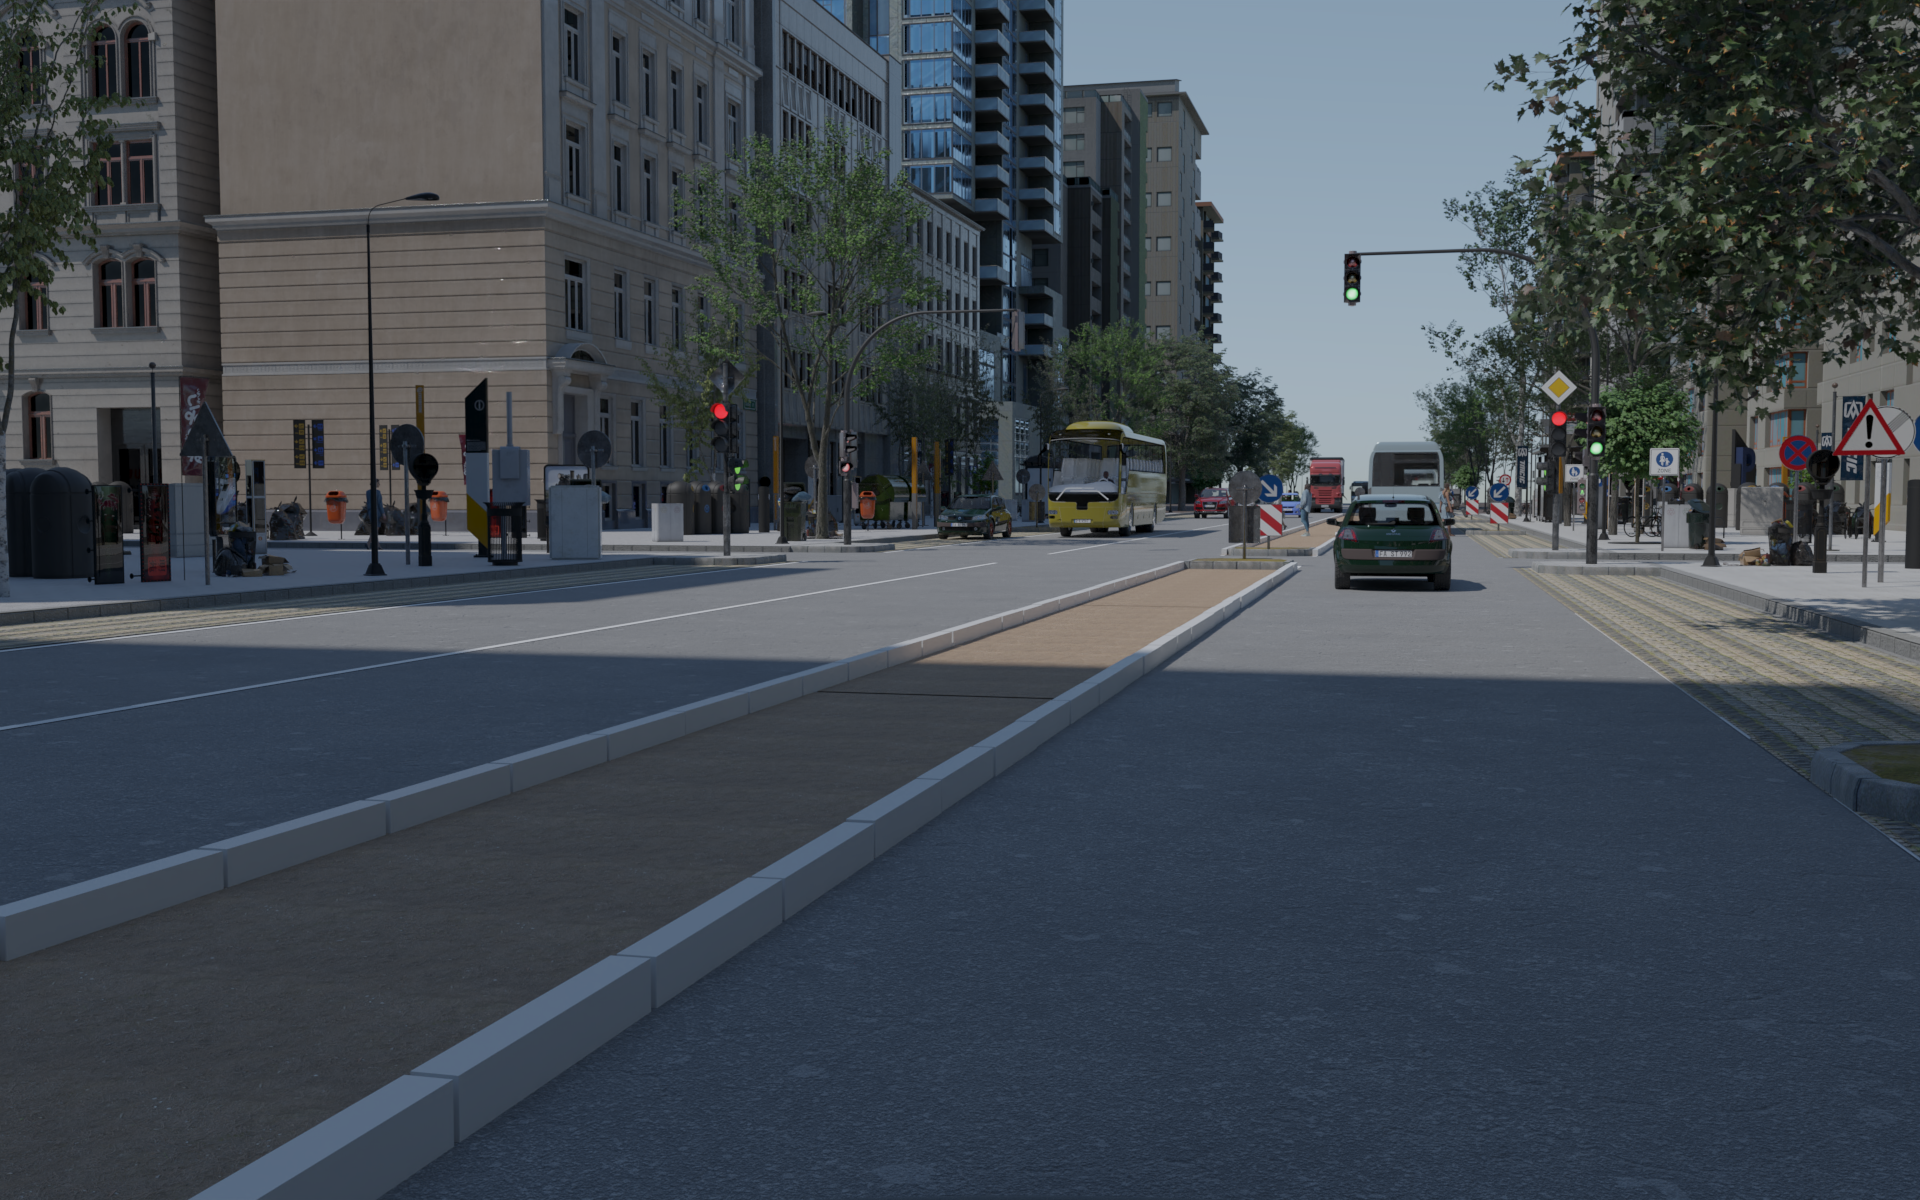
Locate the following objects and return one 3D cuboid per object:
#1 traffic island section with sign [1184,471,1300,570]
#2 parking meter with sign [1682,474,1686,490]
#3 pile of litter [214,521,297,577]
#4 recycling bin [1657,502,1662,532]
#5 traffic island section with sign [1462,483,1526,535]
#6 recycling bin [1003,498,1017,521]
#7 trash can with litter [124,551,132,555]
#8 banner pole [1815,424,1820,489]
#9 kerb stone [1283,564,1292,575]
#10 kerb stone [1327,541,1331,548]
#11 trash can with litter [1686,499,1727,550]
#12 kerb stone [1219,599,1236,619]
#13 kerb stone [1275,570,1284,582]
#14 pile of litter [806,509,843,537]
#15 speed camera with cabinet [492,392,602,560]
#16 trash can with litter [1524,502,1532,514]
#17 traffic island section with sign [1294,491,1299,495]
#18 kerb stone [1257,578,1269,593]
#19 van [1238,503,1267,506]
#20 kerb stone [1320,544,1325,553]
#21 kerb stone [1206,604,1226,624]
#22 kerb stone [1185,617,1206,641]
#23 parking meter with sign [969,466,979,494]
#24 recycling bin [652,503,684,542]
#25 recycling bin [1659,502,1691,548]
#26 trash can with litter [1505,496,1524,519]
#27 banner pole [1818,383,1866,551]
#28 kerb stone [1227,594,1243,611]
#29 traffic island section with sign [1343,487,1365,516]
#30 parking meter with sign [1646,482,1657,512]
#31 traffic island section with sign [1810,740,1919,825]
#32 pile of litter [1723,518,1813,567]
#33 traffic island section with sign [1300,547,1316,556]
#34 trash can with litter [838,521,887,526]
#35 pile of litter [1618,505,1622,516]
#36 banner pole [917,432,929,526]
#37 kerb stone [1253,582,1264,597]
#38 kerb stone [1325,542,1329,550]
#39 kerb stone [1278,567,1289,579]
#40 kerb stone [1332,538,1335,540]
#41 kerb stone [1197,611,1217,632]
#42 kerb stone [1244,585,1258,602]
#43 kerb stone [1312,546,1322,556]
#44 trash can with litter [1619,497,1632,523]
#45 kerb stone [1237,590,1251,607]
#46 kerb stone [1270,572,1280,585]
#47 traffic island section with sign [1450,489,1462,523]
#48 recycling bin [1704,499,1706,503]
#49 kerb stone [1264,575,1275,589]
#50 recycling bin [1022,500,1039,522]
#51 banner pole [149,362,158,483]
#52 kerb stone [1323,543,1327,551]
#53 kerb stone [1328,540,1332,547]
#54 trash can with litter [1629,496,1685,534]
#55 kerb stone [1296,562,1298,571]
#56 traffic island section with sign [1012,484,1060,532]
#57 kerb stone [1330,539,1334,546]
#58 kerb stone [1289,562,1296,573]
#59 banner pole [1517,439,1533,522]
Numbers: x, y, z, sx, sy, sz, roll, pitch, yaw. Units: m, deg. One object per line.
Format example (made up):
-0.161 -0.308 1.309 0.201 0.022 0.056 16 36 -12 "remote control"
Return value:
5.457 -1.556 33.584 2.006 1.907 1.989 1 4 14 "traffic island section with sign"
45.038 -6.796 107.382 0.543 3.016 1.738 3 4 36 "parking meter with sign"
-11.135 -0.828 27.501 1.176 0.858 1.719 1 4 20 "pile of litter"
23.648 -2.747 57.465 0.722 1.027 0.722 -1 4 -22 "recycling bin"
18.819 -3.200 60.943 1.989 1.847 2.006 1 4 14 "traffic island section with sign"
2.308 -4.327 83.299 0.722 1.027 0.722 -1 4 -17 "recycling bin"
-18.189 -1.525 35.990 1.678 1.210 2.233 2 4 27 "trash can with litter"
30.871 -4.405 62.037 0.401 3.779 0.863 -2 4 -28 "banner pole"
5.638 -0.484 30.102 0.120 0.150 1.000 1 4 14 "kerb stone"
9.384 -1.362 44.549 0.120 0.150 1.000 1 4 14 "kerb stone"
17.268 -1.748 39.961 0.624 1.170 1.055 -1 4 -17 "trash can with litter"
3.074 0.123 20.188 0.120 0.150 1.000 1 4 14 "kerb stone"
5.131 -0.357 28.119 0.120 0.150 1.000 1 4 14 "kerb stone"
-4.212 -2.338 52.195 1.176 0.858 1.719 -2 4 -29 "pile of litter"
-8.070 -2.419 33.881 2.038 3.252 0.660 -1 4 -8 "speed camera with cabinet"
36.342 -6.037 110.094 1.055 1.170 0.624 2 4 34 "trash can with litter"
42.616 -12.878 219.190 1.989 1.847 2.006 1 4 14 "traffic island section with sign"
4.354 -0.180 25.143 0.120 0.150 1.000 1 4 14 "kerb stone"
20.489 -6.988 121.260 2.013 2.044 4.112 1 4 16 "van"
8.609 -1.184 41.557 0.120 0.150 1.000 1 4 14 "kerb stone"
2.808 0.183 19.200 0.120 0.150 1.000 1 4 14 "kerb stone"
2.305 0.305 17.217 0.120 0.150 1.000 1 4 14 "kerb stone"
1.271 -6.777 107.056 0.543 3.016 1.738 -2 4 -34 "parking meter with sign"
-7.879 -2.086 46.663 0.722 1.027 0.722 -1 4 -22 "recycling bin"
17.136 -1.757 41.277 0.722 1.027 0.722 1 4 23 "recycling bin"
28.241 -4.725 88.642 0.624 1.170 1.055 0 4 -2 "trash can with litter"
19.862 -2.991 38.914 0.863 3.779 0.401 1 4 19 "banner pole"
3.317 0.062 21.181 0.120 0.150 1.000 1 4 14 "kerb stone"
26.166 -6.444 113.500 2.006 1.907 1.989 1 4 14 "traffic island section with sign"
42.445 -6.816 107.699 1.738 3.016 0.543 2 4 25 "parking meter with sign"
5.091 0.044 7.914 1.989 1.847 2.006 1 4 14 "traffic island section with sign"
14.581 -1.052 31.161 1.719 0.858 1.176 1 4 9 "pile of litter"
7.325 -1.995 40.753 2.006 1.907 1.989 1 4 14 "traffic island section with sign"
-3.811 -3.584 69.657 2.233 1.210 1.678 0 4 -5 "trash can with litter"
36.997 -4.990 95.548 1.176 0.858 1.719 -2 4 -29 "pile of litter"
-1.586 -4.900 70.124 0.401 3.779 0.863 -3 4 -36 "banner pole"
4.104 -0.119 24.149 0.120 0.150 1.000 1 4 14 "kerb stone"
9.130 -1.301 43.554 0.120 0.150 1.000 1 4 14 "kerb stone"
5.387 -0.423 29.111 0.120 0.150 1.000 1 4 14 "kerb stone"
10.153 -1.549 47.523 0.120 0.150 1.000 1 4 14 "kerb stone"
2.560 0.246 18.209 0.120 0.150 1.000 1 4 14 "kerb stone"
3.845 -0.059 23.158 0.120 0.150 1.000 1 4 14 "kerb stone"
8.345 -1.120 40.564 0.120 0.150 1.000 1 4 14 "kerb stone"
29.917 -4.038 77.416 1.055 1.170 0.624 -3 5 -45 "trash can with litter"
3.590 0.002 22.168 0.120 0.150 1.000 1 4 14 "kerb stone"
4.877 -0.302 27.126 0.120 0.150 1.000 1 4 14 "kerb stone"
25.598 -4.796 87.035 1.989 1.847 2.006 1 4 14 "traffic island section with sign"
38.516 -4.674 88.968 0.722 1.027 0.722 -1 4 -19 "recycling bin"
4.612 -0.241 26.132 0.120 0.150 1.000 1 4 14 "kerb stone"
3.344 -4.148 80.376 0.722 1.027 0.722 3 4 39 "recycling bin"
-15.406 -2.636 33.122 0.401 3.779 0.863 -2 4 -28 "banner pole"
8.867 -1.239 42.566 0.120 0.150 1.000 1 4 14 "kerb stone"
9.637 -1.425 45.539 0.120 0.150 1.000 1 4 14 "kerb stone"
22.408 -2.704 55.276 2.233 1.210 1.678 0 4 1 "trash can with litter"
6.160 -0.604 32.080 0.120 0.150 1.000 1 4 14 "kerb stone"
2.875 -3.499 65.839 1.989 1.847 2.006 1 4 14 "traffic island section with sign"
9.900 -1.486 46.526 0.120 0.150 1.000 1 4 14 "kerb stone"
5.893 -0.544 31.094 0.120 0.150 1.000 1 4 14 "kerb stone"
25.763 -5.434 78.864 0.863 3.779 0.401 1 4 14 "banner pole"
